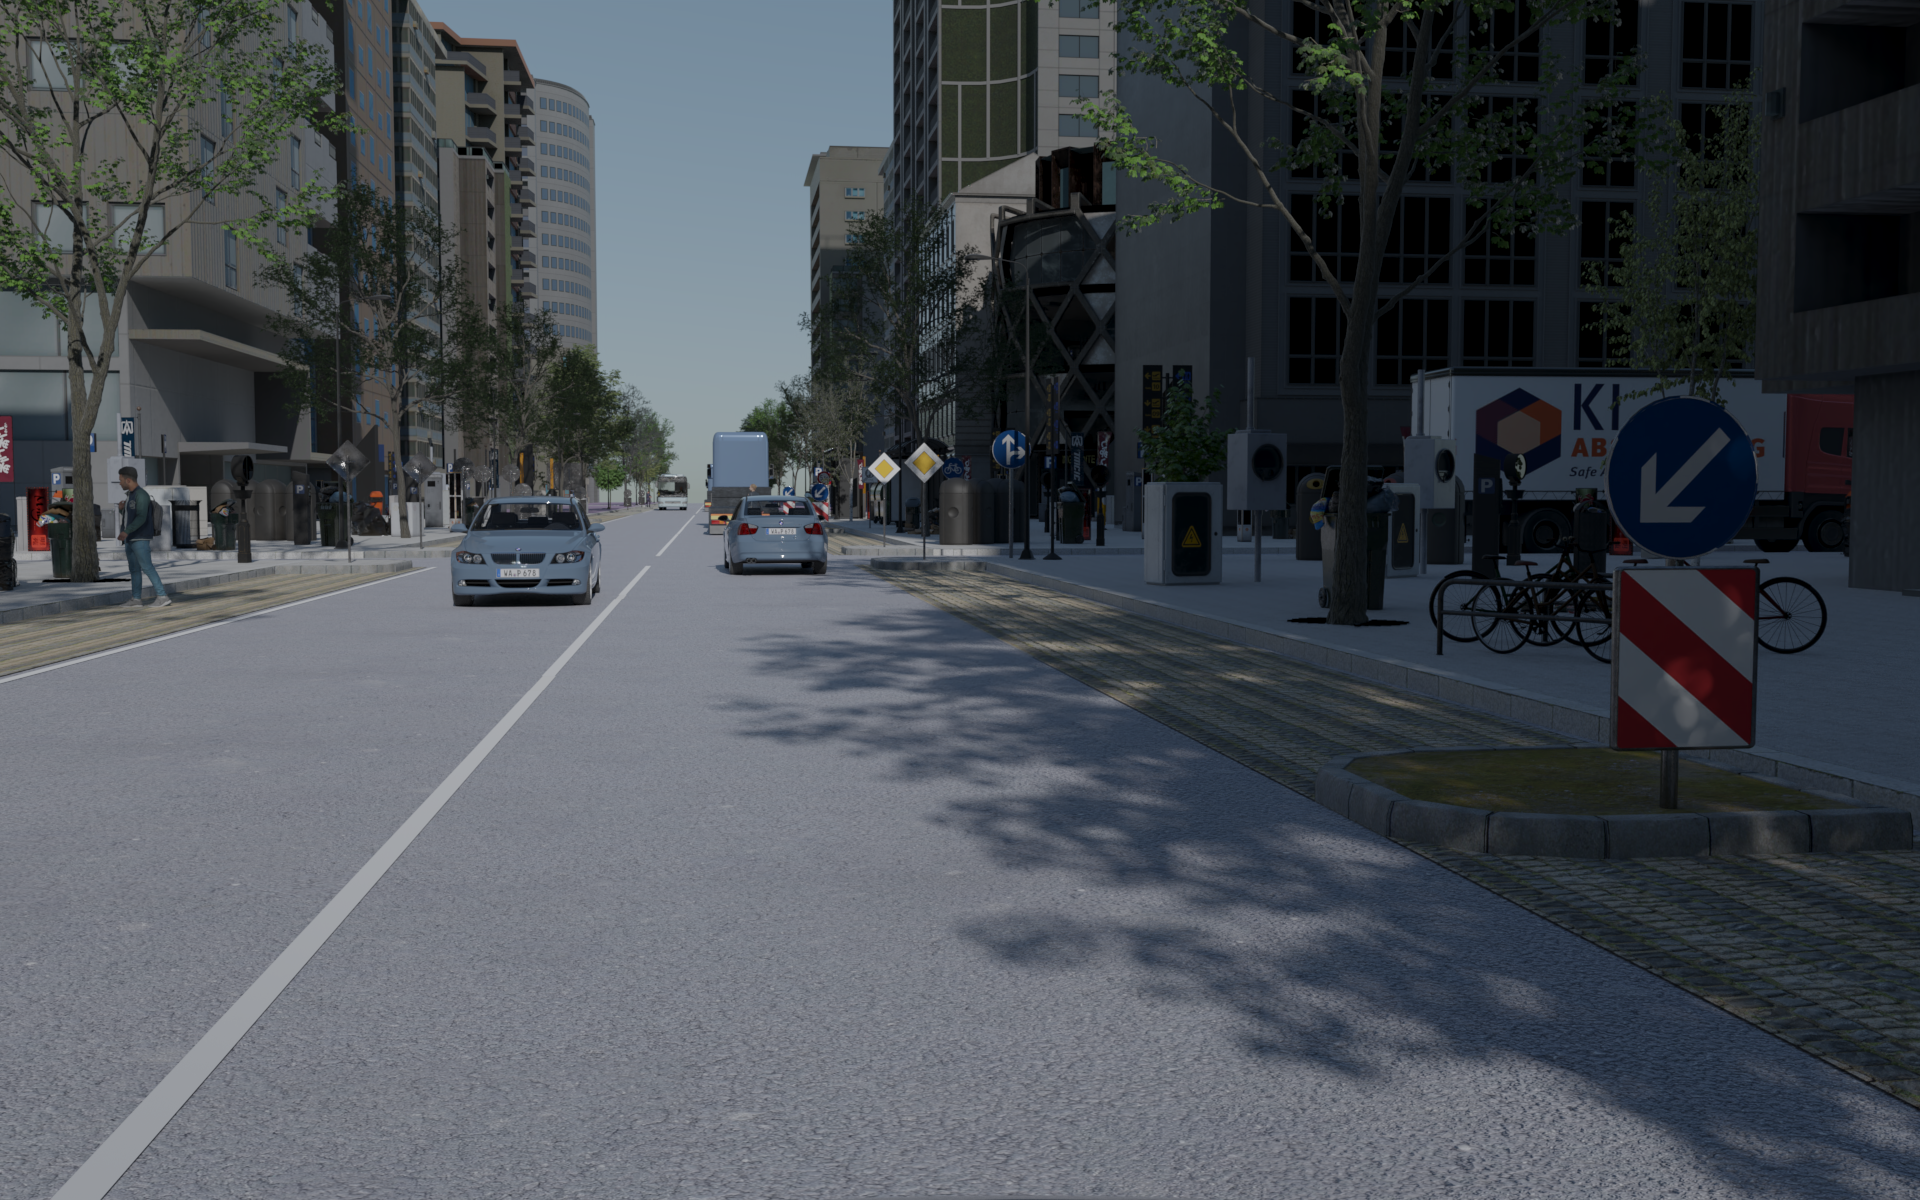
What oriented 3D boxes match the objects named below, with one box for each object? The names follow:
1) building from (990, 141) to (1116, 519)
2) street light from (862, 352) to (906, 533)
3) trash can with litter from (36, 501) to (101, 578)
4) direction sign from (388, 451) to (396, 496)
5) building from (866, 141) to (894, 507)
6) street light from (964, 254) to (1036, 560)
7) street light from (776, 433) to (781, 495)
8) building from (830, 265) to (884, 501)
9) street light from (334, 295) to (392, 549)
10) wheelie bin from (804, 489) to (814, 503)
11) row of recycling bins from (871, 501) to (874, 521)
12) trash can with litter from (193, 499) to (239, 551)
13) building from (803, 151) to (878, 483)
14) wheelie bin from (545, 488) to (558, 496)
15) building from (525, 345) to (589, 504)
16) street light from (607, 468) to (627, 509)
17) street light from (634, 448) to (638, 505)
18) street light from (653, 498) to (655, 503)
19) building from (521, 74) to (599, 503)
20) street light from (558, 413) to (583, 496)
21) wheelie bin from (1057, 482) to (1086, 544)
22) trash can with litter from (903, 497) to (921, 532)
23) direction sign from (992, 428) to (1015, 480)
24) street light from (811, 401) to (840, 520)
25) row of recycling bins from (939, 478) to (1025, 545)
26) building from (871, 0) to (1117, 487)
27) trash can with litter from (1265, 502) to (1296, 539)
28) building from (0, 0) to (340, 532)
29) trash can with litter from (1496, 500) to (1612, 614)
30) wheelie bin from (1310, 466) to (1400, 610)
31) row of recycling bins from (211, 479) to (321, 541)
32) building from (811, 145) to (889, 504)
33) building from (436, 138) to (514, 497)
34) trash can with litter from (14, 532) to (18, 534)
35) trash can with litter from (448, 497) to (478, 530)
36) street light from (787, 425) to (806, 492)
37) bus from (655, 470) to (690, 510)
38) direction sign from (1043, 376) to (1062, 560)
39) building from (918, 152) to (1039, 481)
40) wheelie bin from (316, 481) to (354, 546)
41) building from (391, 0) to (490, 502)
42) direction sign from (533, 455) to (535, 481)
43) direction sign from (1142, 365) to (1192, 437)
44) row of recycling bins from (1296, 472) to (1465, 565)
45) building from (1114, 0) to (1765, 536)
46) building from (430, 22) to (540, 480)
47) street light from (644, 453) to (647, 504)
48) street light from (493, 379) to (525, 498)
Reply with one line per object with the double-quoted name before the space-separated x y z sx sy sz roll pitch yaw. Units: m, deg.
"building" 9.831 -13.733 91.987 16.820 18.784 16.811 0 4 -8
"street light" -2.497 -5.147 56.700 1.470 5.913 1.316 0 4 -8
"trash can with litter" -13.727 -0.939 26.742 0.624 1.170 1.055 0 4 -6
"direction sign" -30.206 -6.124 92.124 0.379 3.537 0.876 0 4 5
"building" 5.144 -29.542 174.885 32.217 40.220 23.993 0 4 -8
"street light" 0.776 -3.742 33.720 1.470 5.913 1.316 0 4 -8
"street light" -13.344 -9.799 132.756 1.470 5.913 1.316 0 4 -8
"building" -9.633 -27.425 220.098 14.160 30.474 14.107 0 4 -8
"street light" -13.945 -4.156 40.486 1.470 5.913 1.316 0 4 -8
"wheelie bin" -9.394 -6.170 108.787 0.693 1.594 0.980 1 4 10
"row of recycling bins" -2.714 -4.732 84.475 3.534 1.692 1.069 -1 4 -20
"trash can with litter" -16.971 -1.714 39.414 1.055 1.170 0.624 1 4 13
"building" -8.512 -41.189 262.681 28.713 52.752 27.495 0 4 -8
"wheelie bin" -22.878 -5.452 97.051 0.693 1.594 0.980 -2 4 -30
"building" -61.564 -22.712 216.381 27.650 21.520 28.899 0 4 -8
"street light" -28.976 -10.570 145.356 1.470 5.913 1.316 0 4 -8
"street light" -33.200 -12.392 175.155 1.470 5.913 1.316 0 4 -8
"street light" -40.641 -15.584 227.346 1.470 5.913 1.316 0 4 -8
"building" -62.743 -42.928 243.873 21.231 58.520 28.212 0 4 -8
"street light" -22.445 -7.756 99.353 1.470 5.913 1.316 0 4 -8
"wheelie bin" 2.866 -2.251 44.704 0.693 1.594 0.980 0 4 -8
"trash can with litter" -1.587 -2.896 58.736 0.624 1.170 1.055 0 4 6
"direction sign" 1.480 -4.111 59.208 0.876 3.537 0.379 2 4 27
"street light" -6.714 -6.967 86.455 1.470 5.913 1.316 0 4 -8
"row of recycling bins" 0.662 -2.305 44.795 1.069 1.692 3.534 2 4 32
"building" 3.216 -43.547 150.249 20.563 71.187 20.611 0 4 -8
"trash can with litter" 9.240 -2.324 49.392 1.055 1.170 0.624 -3 5 -44
"building" -41.234 -29.331 68.807 28.713 52.752 27.495 0 4 -8
"trash can with litter" 6.646 -0.497 19.178 2.233 1.210 1.678 -2 4 -35
"wheelie bin" 4.430 -0.698 19.317 0.980 1.594 0.693 0 4 -5
"row of recycling bins" -19.299 -2.497 47.940 3.534 1.692 1.069 2 4 24
"building" -9.146 -37.570 237.972 21.300 48.544 21.600 0 4 -8
"building" -44.921 -22.717 143.122 14.160 30.474 14.107 0 4 -8
"trash can with litter" -30.771 -2.775 56.434 1.678 1.210 2.233 2 4 34
"trash can with litter" -17.820 -3.100 62.074 0.624 1.170 1.055 2 4 25
"street light" -10.880 -8.768 115.901 1.470 5.913 1.316 0 4 -8
"bus" -25.669 -9.781 154.779 2.948 3.499 13.247 -1 4 -9
"direction sign" 1.808 -2.555 33.765 0.379 3.537 0.876 -1 4 -12
"building" 3.036 -15.905 109.203 9.793 20.994 18.267 0 4 -8
"wheelie bin" -15.330 -2.118 42.530 0.980 1.594 0.693 1 4 22
"building" -50.446 -26.328 122.343 32.217 40.220 23.993 0 4 -8
"direction sign" -25.033 -6.698 101.506 0.379 3.537 0.876 -2 4 -29
"direction sign" 3.638 -2.352 30.456 0.876 3.537 0.379 0 4 -4
"row of recycling bins" 7.916 -1.569 32.769 1.069 1.692 3.534 -3 5 -45
"building" 18.533 -16.230 58.872 24.014 27.812 14.314 0 4 -8
"building" -51.987 -31.136 163.697 22.147 44.769 28.867 0 4 -8
"street light" -36.428 -13.784 197.907 1.470 5.913 1.316 0 4 -8
"street light" -18.235 -5.956 69.914 1.470 5.913 1.316 0 4 -8
